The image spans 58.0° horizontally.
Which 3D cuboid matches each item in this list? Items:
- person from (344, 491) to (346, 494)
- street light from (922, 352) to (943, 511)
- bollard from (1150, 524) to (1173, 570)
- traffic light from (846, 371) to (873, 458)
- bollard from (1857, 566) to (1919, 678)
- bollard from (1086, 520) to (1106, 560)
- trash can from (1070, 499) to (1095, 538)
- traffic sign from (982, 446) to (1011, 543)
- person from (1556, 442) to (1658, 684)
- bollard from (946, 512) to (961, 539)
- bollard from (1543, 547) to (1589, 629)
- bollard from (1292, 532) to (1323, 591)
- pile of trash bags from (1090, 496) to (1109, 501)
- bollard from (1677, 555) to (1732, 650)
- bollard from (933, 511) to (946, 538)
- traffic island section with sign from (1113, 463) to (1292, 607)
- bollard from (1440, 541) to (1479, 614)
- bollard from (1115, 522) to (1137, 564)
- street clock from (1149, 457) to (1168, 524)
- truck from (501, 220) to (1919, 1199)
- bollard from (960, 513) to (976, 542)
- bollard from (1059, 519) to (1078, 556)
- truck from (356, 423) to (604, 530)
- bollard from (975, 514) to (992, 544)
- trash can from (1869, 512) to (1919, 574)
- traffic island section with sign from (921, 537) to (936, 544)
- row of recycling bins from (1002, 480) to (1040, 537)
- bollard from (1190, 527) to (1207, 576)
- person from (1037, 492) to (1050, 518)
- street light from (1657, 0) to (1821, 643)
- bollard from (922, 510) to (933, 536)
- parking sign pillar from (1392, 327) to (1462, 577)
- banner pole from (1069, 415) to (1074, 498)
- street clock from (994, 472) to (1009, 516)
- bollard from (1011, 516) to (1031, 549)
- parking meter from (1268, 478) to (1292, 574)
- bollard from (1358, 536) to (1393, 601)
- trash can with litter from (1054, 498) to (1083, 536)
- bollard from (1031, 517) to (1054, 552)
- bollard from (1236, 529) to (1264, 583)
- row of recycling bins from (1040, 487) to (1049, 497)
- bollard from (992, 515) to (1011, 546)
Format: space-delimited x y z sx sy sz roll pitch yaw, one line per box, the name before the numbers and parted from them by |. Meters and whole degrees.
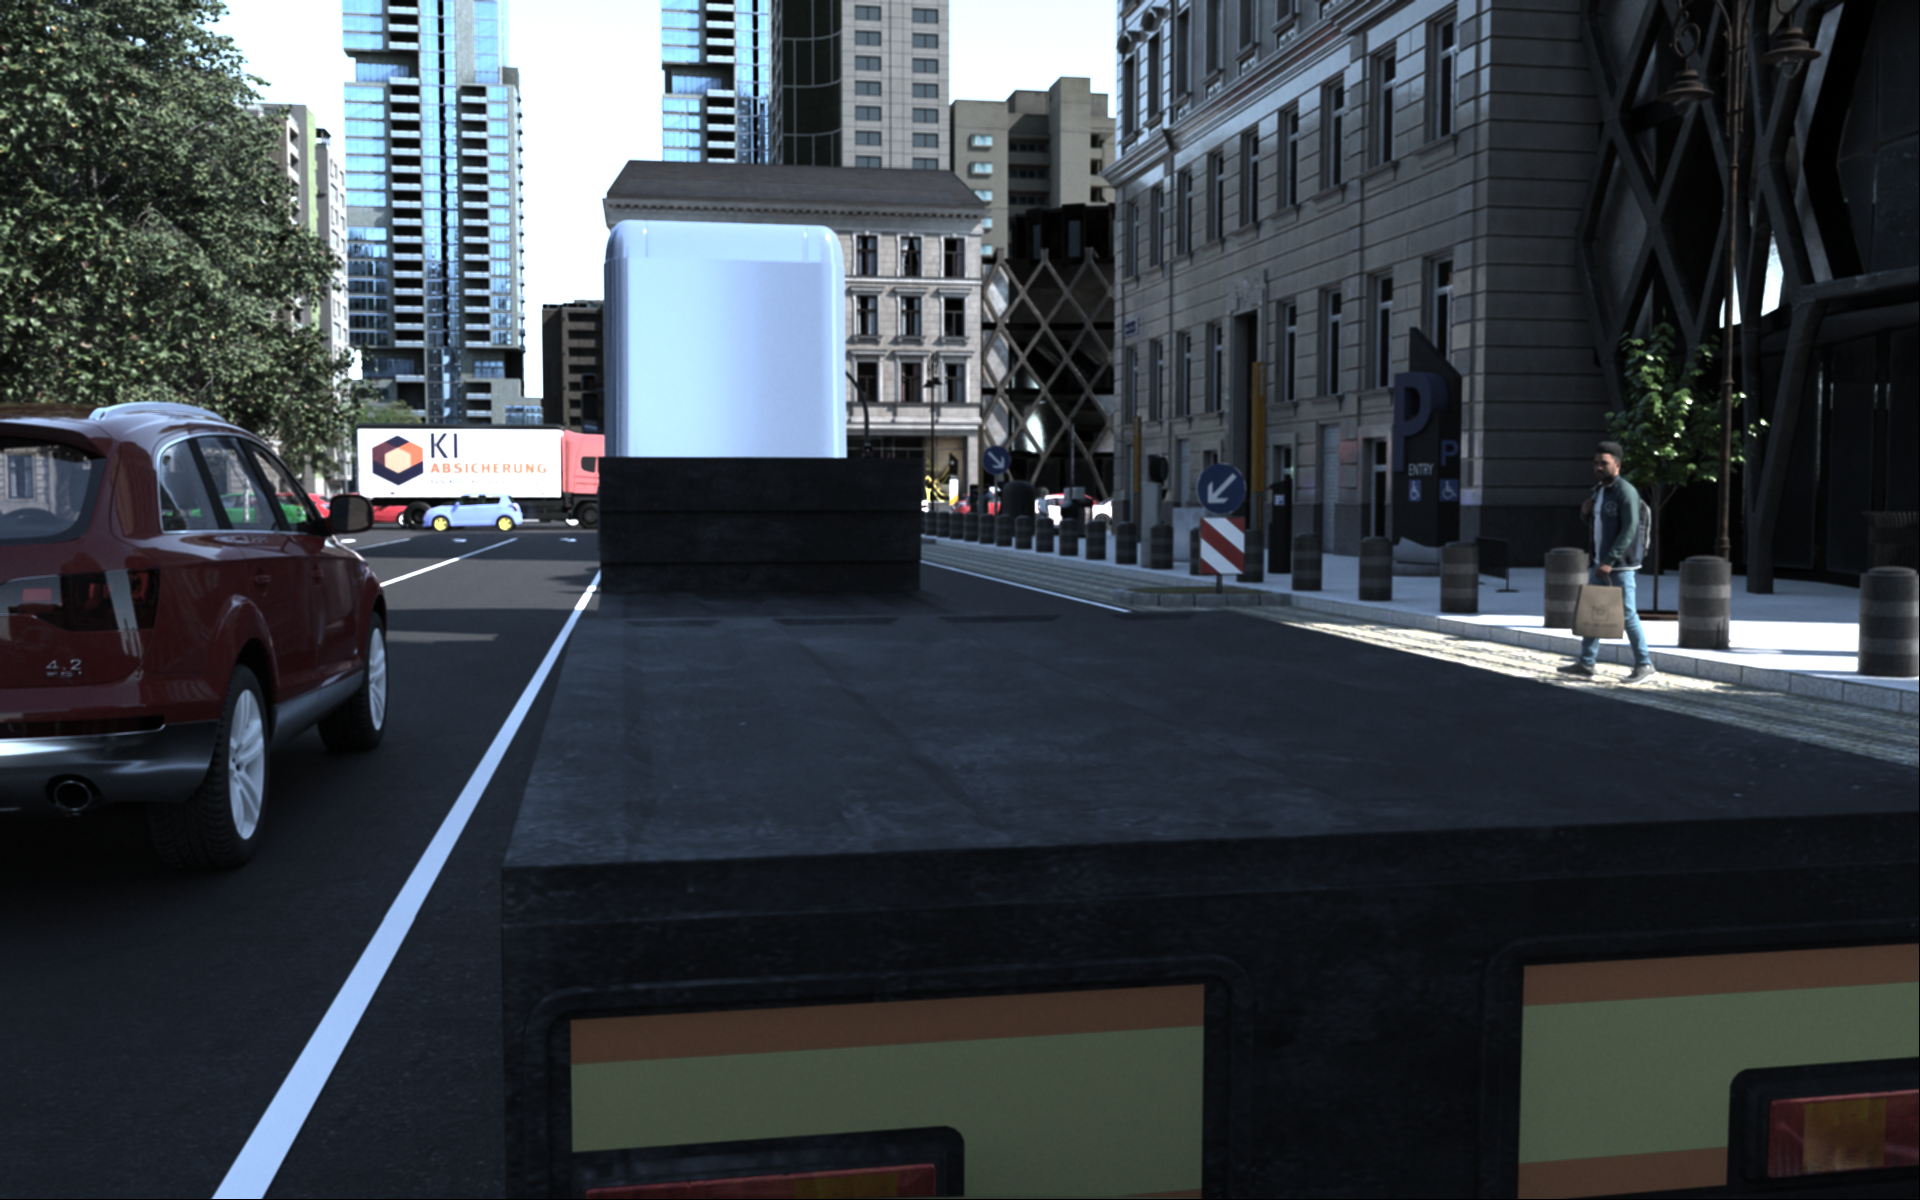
person | -84.104 -13.959 236.820 1.348 1.812 0.705 -1 4 -9
street light | -0.896 -5.125 56.578 0.468 5.910 1.993 -1 4 -10
bollard | 3.448 -0.911 29.616 0.404 0.777 0.398 0 3 0
traffic light | -5.114 -4.977 56.043 4.771 5.953 1.251 -1 4 -10
bollard | 6.590 0.150 12.266 0.404 0.777 0.398 0 3 0
bollard | 2.662 -1.176 33.945 0.404 0.777 0.398 0 3 0
trash can | 3.595 -2.394 50.788 0.748 1.137 0.748 0 3 0
traffic sign | 0.953 -2.790 45.723 0.768 2.556 0.104 0 4 -7
person | 4.899 -0.278 13.035 0.713 1.824 0.794 1 4 13
bollard | -0.093 -2.106 49.153 0.404 0.777 0.398 0 3 0
bollard | 5.808 -0.115 16.594 0.404 0.777 0.398 0 3 0
bollard | 4.628 -0.512 23.094 0.404 0.777 0.398 0 3 0
pile of trash bags | 7.547 -5.521 100.018 3.447 1.369 1.912 1 4 14
bollard | 6.202 0.018 14.431 0.404 0.777 0.398 0 3 0
bollard | -0.489 -2.239 51.317 0.404 0.777 0.398 0 3 0
traffic island section with sign | 3.097 -0.870 22.859 1.989 1.847 2.006 -1 4 -10
bollard | 5.411 -0.247 18.763 0.404 0.777 0.398 0 3 0
bollard | 3.054 -1.044 31.780 0.404 0.777 0.398 0 3 0
street clock | 3.872 -1.786 33.765 0.358 2.002 0.471 2 4 26
truck | -1.207 -1.335 11.589 2.967 4.110 18.799 -1 4 -11
bollard | 0.303 -1.973 46.979 0.404 0.777 0.398 0 3 0
bollard | 2.267 -1.309 36.124 0.404 0.777 0.398 0 3 0
truck | -18.498 -4.994 70.572 11.283 4.237 2.839 -1 4 -9
bollard | 0.695 -1.841 44.810 0.404 0.777 0.398 0 3 0
trash can | 7.524 -0.125 13.697 0.748 1.137 0.748 0 3 0
traffic island section with sign | -1.827 -2.530 49.990 1.989 1.847 2.006 -1 4 -10
row of recycling bins | 1.803 -2.817 53.166 1.069 1.692 3.534 0 4 4
bollard | 3.840 -0.778 27.443 0.404 0.777 0.398 0 3 0
person | 2.932 -2.996 60.084 0.523 1.515 0.503 3 5 40
street light | 6.581 -2.571 14.822 0.468 5.910 1.993 -1 4 -10
bollard | -0.875 -2.371 53.484 0.404 0.777 0.398 0 3 0
parking sign pillar | 7.387 -2.383 27.426 1.447 3.967 1.447 -1 4 -17
banner pole | 3.540 -3.958 54.726 0.401 3.779 0.863 0 4 -4
street clock | 1.331 -3.108 55.387 0.358 2.002 0.471 -3 5 -43
bollard | 1.485 -1.574 40.453 0.404 0.777 0.398 0 3 0
parking meter | 5.182 -1.200 28.035 0.372 1.533 0.369 0 3 0
bollard | 5.022 -0.380 20.929 0.404 0.777 0.398 0 3 0
trash can with litter | 3.247 -2.592 53.774 1.055 1.170 0.624 -2 4 -35
bollard | 1.876 -1.442 38.288 0.404 0.777 0.398 0 3 0
bollard | 4.232 -0.645 25.266 0.404 0.777 0.398 0 3 0
row of recycling bins | 3.381 -5.687 100.090 3.534 1.692 1.069 0 4 -2
bollard | 1.088 -1.707 42.622 0.404 0.777 0.398 0 3 0
